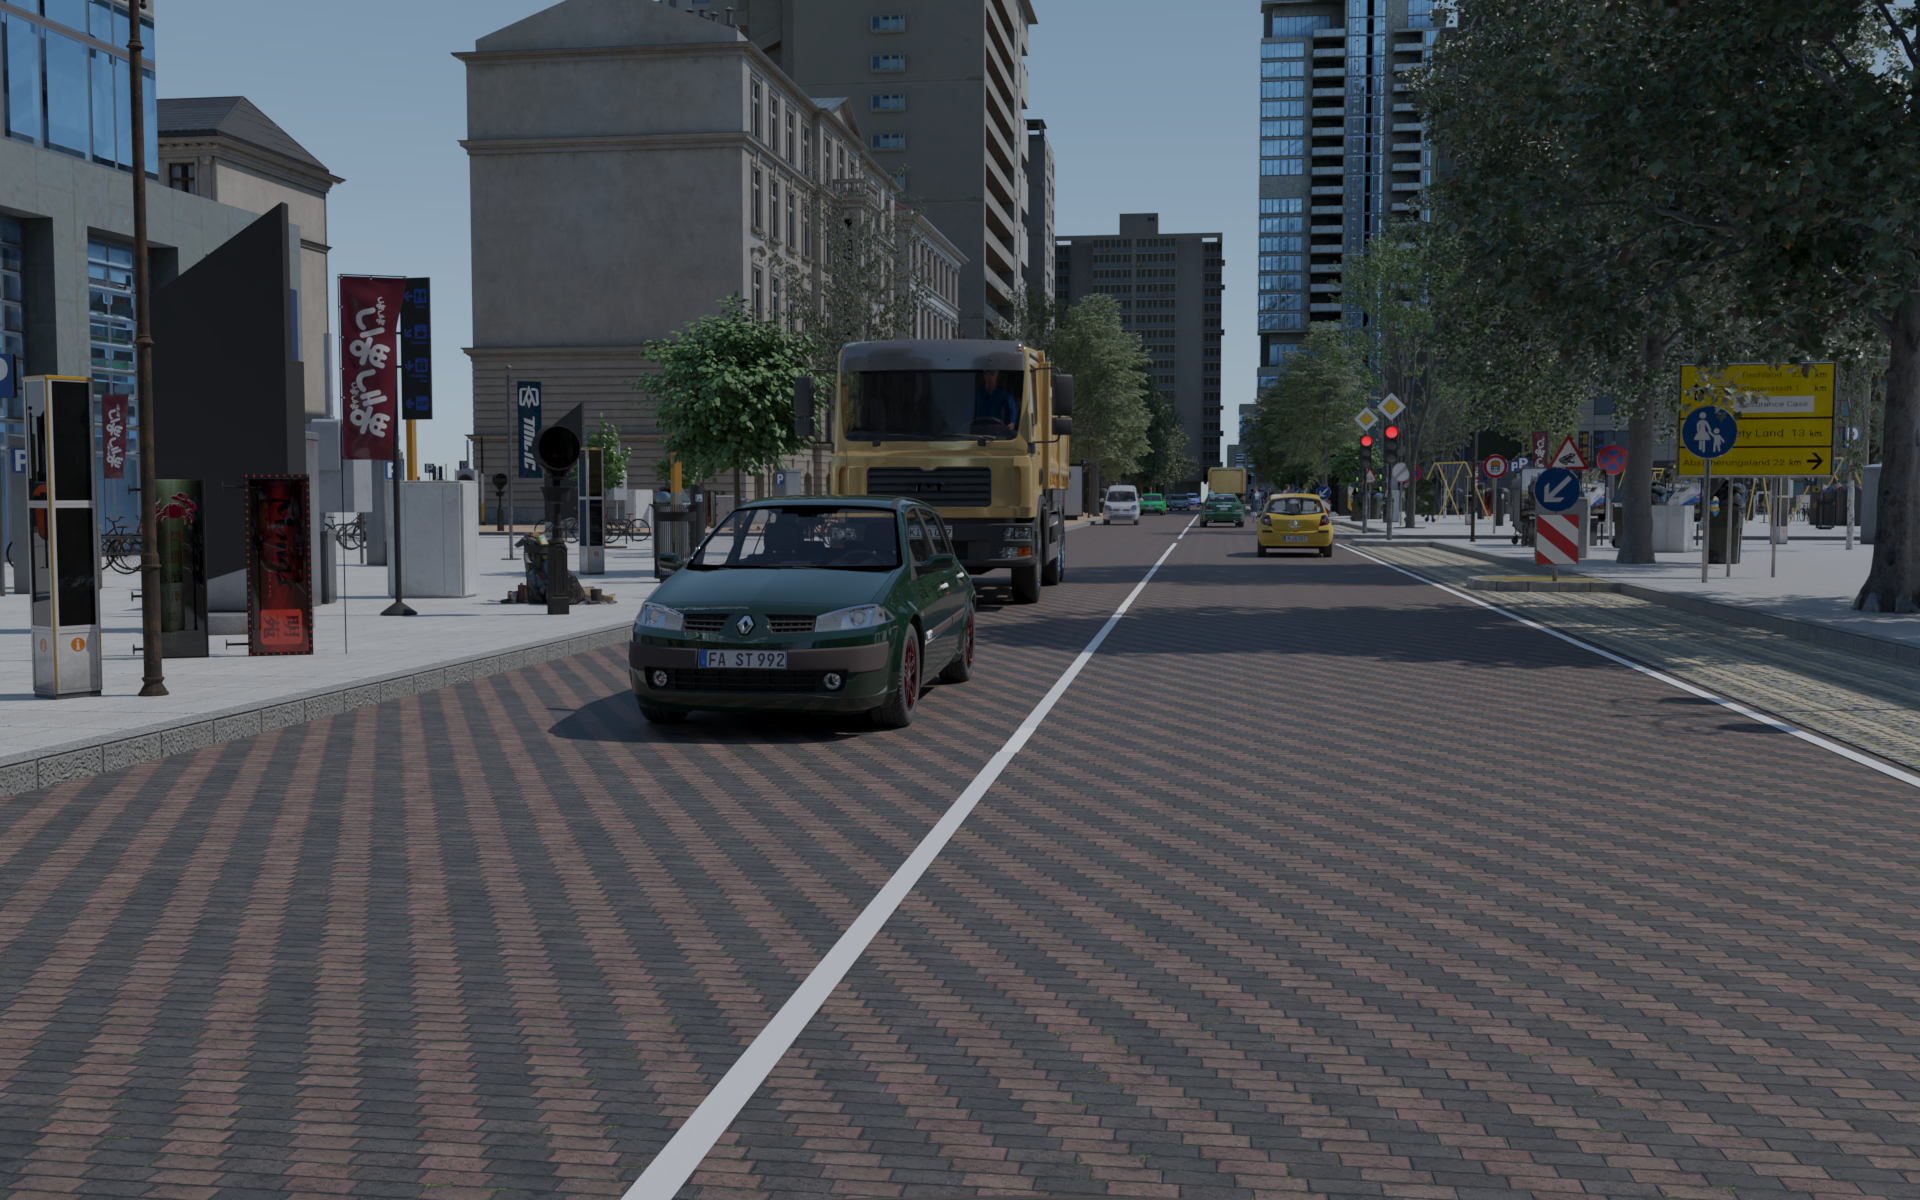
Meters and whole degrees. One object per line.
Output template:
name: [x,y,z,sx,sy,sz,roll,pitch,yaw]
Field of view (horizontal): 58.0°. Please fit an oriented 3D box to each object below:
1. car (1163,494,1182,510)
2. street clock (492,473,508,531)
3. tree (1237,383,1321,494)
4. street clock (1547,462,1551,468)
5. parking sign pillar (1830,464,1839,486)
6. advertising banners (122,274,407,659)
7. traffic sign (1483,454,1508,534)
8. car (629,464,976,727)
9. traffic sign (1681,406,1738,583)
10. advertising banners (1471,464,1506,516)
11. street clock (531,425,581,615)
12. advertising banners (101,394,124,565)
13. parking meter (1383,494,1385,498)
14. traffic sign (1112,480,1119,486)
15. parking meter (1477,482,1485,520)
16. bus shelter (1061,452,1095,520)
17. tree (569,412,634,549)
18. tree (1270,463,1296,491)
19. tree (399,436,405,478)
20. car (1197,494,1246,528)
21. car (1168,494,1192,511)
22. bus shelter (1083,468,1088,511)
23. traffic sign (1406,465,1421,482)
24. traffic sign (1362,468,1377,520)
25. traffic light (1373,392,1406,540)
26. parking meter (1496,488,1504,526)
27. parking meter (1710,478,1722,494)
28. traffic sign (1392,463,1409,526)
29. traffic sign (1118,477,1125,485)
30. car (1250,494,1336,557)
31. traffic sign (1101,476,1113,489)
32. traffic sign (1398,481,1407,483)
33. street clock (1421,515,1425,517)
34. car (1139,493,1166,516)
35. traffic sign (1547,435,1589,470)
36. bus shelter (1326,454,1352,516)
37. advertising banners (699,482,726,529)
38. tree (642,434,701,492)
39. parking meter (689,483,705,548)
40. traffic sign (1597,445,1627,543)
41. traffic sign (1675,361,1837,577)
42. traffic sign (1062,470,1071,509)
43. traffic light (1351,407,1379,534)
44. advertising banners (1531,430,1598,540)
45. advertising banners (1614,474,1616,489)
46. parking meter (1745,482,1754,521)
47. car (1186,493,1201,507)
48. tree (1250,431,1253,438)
car: [19.174,-8.877,156.937,2.131,1.459,4.920,1,4,9]
street clock: [-15.870,-3.377,59.779,0.471,2.002,0.358,-3,4,-38]
tree: [36.380,-17.642,195.103,9.857,13.997,8.962,0,3,0]
street clock: [13.590,-2.145,39.637,0.358,2.002,0.471,3,4,36]
parking sign pillar: [55.713,-7.458,110.413,1.447,3.967,1.447,2,4,30]
advertising banners: [-5.419,-1.068,13.655,2.074,3.025,0.090,-1,4,-18]
traffic sign: [17.232,-3.406,55.798,0.768,2.556,0.104,1,4,16]
car: [-0.952,-0.135,12.001,2.009,1.686,4.222,1,4,8]
traffic sign: [10.769,-1.521,24.974,0.768,2.556,0.104,1,4,9]
advertising banners: [30.298,-6.307,99.309,2.074,3.025,0.090,0,4,-3]
street clock: [-4.283,-0.846,18.407,0.471,2.002,0.358,-2,4,-30]
advertising banners: [-15.565,-2.101,30.547,2.074,3.025,0.090,1,4,9]
parking meter: [23.654,-5.516,95.900,0.399,1.863,0.255,-1,4,-22]
traffic sign: [11.133,-7.649,125.063,0.884,2.594,0.081,1,4,10]
parking meter: [26.246,-4.987,87.250,0.255,1.863,0.399,3,4,37]
bus shelter: [5.553,-5.669,86.613,2.014,3.302,5.546,1,4,8]
tree: [-8.517,-2.824,40.778,1.663,3.219,1.824,0,3,0]
tree: [31.165,-10.823,160.667,4.285,4.588,4.351,0,3,0]
tree: [-15.970,-3.293,48.440,1.663,3.219,1.824,0,3,0]
car: [11.437,-3.908,75.693,2.131,1.459,4.920,0,4,6]
car: [18.802,-8.335,148.274,2.014,1.417,4.499,0,4,7]
bus shelter: [9.132,-8.276,126.597,1.731,3.624,6.357,1,4,8]
traffic sign: [19.352,-4.532,74.209,0.768,2.556,0.104,1,4,11]
traffic sign: [20.360,-5.265,86.087,0.884,2.594,0.081,1,4,16]
traffic light: [11.897,-3.612,47.975,0.839,4.253,0.868,1,4,8]
parking meter: [21.603,-3.731,69.420,0.372,1.533,0.369,0,3,0]
parking meter: [19.492,-2.384,44.682,0.255,1.863,0.399,3,5,44]
traffic sign: [17.867,-4.285,70.160,0.768,2.556,0.104,1,4,14]
traffic sign: [12.093,-8.002,130.938,0.768,2.556,0.104,1,4,9]
car: [7.852,-1.868,40.760,2.015,1.641,3.980,1,4,10]
traffic sign: [10.274,-7.418,121.283,0.884,2.594,0.081,1,4,12]
traffic sign: [20.728,-5.026,82.184,0.884,2.594,0.081,1,4,13]
street clock: [25.993,-5.663,97.154,0.471,2.002,0.358,2,4,23]
car: [12.918,-6.593,116.590,1.959,1.807,4.718,1,4,9]
traffic sign: [13.330,-2.325,38.017,0.884,2.594,0.081,1,4,16]
bus shelter: [22.889,-6.855,103.358,1.731,3.624,6.357,1,4,8]
advertising banners: [-9.952,-4.464,69.181,0.090,3.025,2.074,-3,5,-39]
tree: [-7.827,-3.302,48.583,1.663,3.219,1.824,0,3,0]
parking meter: [-6.306,-2.030,41.605,0.372,1.533,0.369,0,3,0]
traffic sign: [16.935,-2.747,45.012,0.768,2.556,0.104,1,4,14]
traffic sign: [12.227,-2.007,26.680,2.265,3.308,0.079,1,4,13]
traffic sign: [4.816,-4.949,81.028,0.768,2.556,0.104,1,4,11]
traffic light: [13.060,-4.095,55.875,0.839,4.253,0.868,1,4,8]
advertising banners: [16.468,-3.122,47.240,0.090,3.025,2.074,-3,4,-38]
advertising banners: [39.331,-6.504,102.523,0.090,3.025,2.074,-3,5,-45]
parking meter: [38.008,-4.750,83.372,0.255,1.863,0.399,0,4,1]
car: [25.269,-10.967,188.897,1.945,1.707,3.694,0,4,7]
tree: [28.929,-14.202,150.325,7.486,12.596,7.792,0,3,0]
